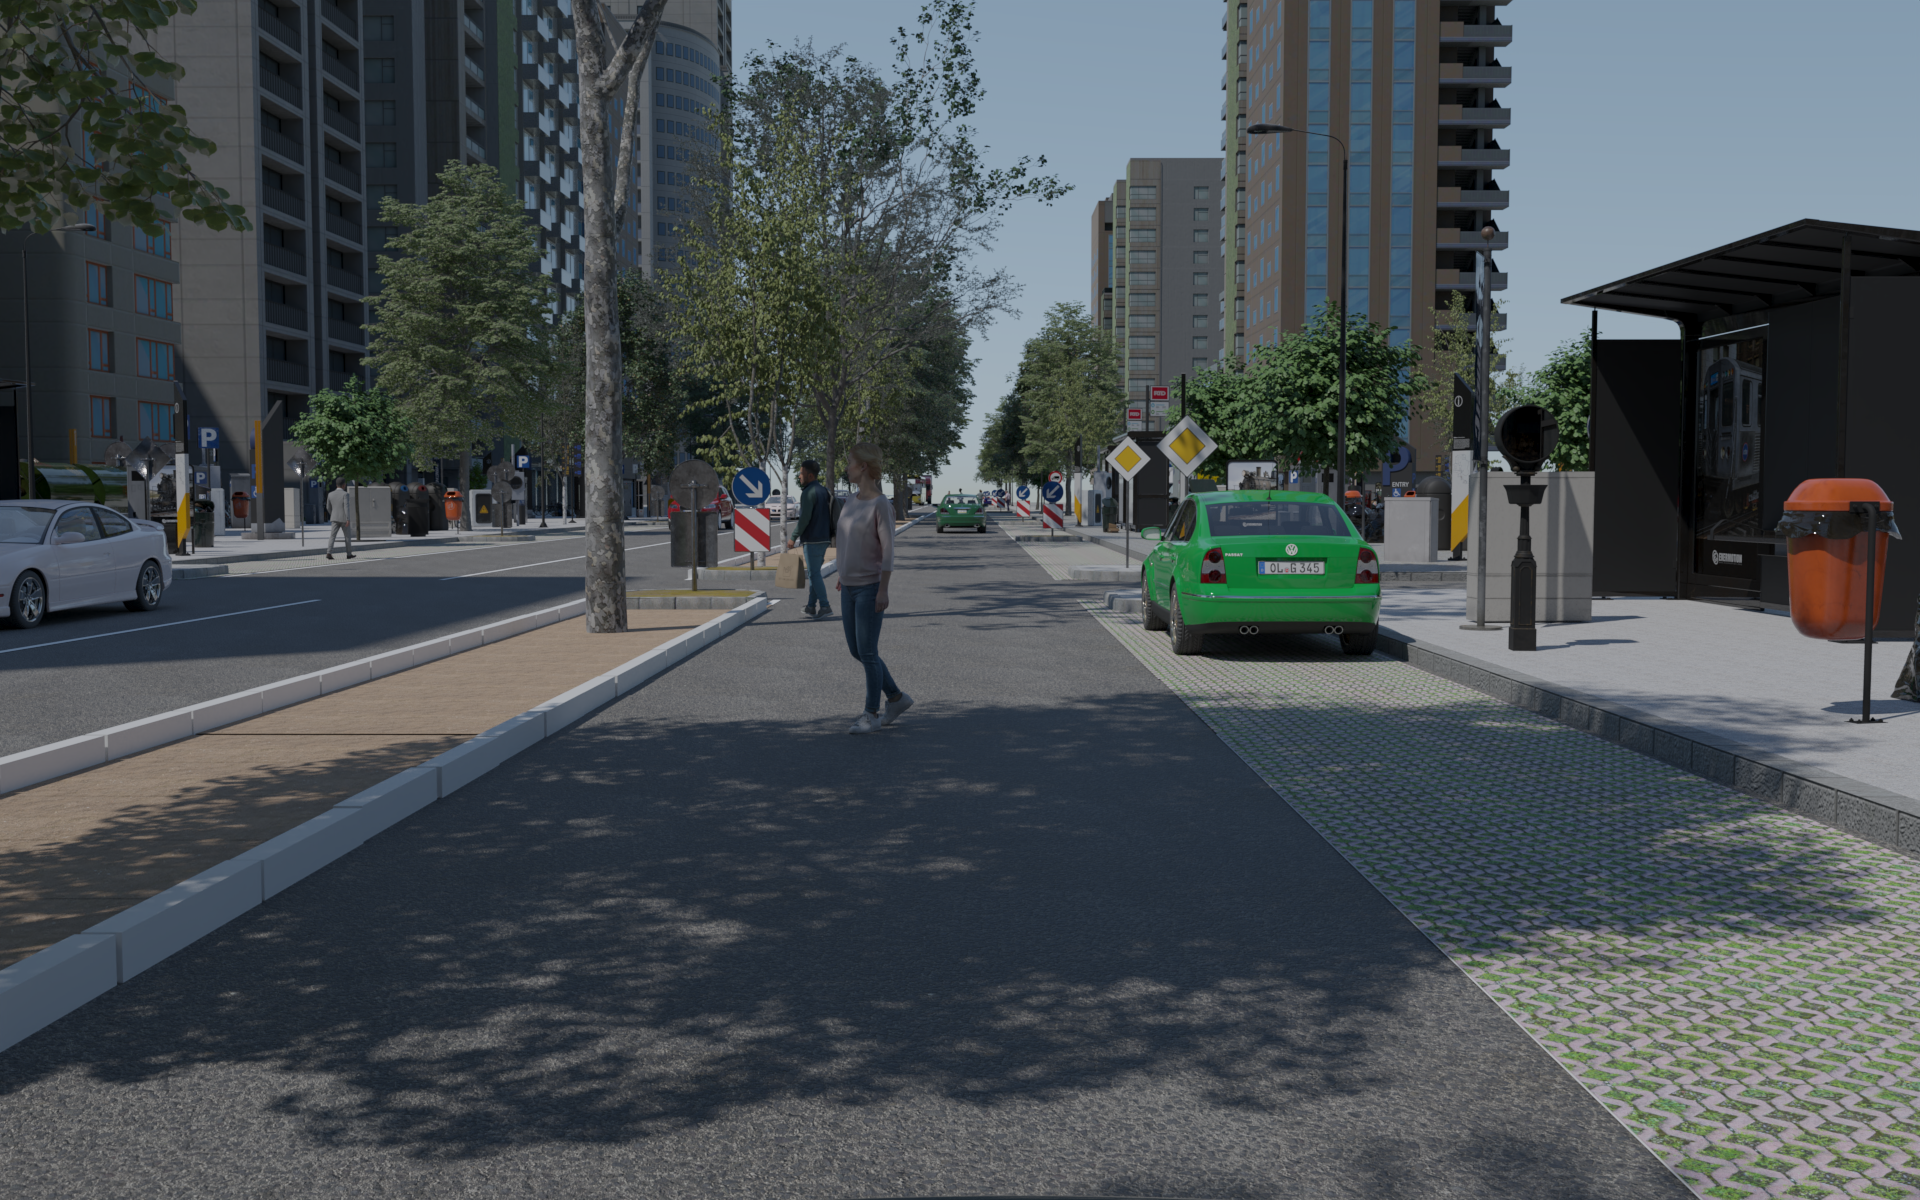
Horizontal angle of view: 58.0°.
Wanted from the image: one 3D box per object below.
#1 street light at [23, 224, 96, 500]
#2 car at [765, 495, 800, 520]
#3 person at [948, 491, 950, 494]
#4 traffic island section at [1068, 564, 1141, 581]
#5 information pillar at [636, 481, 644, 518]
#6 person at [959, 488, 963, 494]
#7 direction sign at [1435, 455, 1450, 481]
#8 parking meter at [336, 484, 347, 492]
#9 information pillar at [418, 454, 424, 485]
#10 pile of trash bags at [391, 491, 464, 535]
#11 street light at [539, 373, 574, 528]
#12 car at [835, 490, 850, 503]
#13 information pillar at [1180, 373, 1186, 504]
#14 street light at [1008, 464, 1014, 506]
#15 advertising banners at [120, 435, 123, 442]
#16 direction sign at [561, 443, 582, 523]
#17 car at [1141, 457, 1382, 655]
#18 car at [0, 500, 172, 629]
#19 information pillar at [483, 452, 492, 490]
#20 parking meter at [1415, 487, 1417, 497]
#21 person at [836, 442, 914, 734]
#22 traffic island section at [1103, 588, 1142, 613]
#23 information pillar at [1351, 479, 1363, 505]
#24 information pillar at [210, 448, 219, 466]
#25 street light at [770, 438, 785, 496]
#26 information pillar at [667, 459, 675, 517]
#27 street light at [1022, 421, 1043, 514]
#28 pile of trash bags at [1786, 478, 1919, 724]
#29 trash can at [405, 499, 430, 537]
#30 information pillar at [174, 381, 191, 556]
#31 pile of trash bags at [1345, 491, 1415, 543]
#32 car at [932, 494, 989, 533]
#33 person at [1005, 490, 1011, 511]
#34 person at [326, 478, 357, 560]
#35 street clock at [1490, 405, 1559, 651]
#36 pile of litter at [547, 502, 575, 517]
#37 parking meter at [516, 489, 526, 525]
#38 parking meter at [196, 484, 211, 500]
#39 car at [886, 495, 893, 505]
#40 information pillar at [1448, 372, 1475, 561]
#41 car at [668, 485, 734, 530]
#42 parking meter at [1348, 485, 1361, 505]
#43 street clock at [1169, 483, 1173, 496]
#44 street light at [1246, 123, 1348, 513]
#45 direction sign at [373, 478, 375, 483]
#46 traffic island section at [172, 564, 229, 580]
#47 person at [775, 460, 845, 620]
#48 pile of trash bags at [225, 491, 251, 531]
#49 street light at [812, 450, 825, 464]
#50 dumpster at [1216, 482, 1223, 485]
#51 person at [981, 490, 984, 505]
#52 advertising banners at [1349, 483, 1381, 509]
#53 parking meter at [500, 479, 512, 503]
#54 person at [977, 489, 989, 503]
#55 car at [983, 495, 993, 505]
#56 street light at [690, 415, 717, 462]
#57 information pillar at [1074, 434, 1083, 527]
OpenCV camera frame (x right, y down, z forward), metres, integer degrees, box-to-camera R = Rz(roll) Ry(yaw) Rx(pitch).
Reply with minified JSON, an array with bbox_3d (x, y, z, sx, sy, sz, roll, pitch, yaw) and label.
[{"bbox_3d":[-15.542,-3.509,29.921,1.470,5.913,1.316,0,4,0],"label":"street light"},{"bbox_3d":[-9.937,-5.133,96.294,2.083,1.381,4.827,0,4,0],"label":"car"},{"bbox_3d":[-1.233,-11.885,202.752,0.705,1.831,1.348,3,5,44],"label":"person"},{"bbox_3d":[2.918,-0.472,29.991,2.009,0.180,2.903,0,4,0],"label":"traffic island section"},{"bbox_3d":[-17.346,-5.465,93.836,0.304,2.012,0.304,-3,4,-36],"label":"information pillar"},{"bbox_3d":[0.020,-5.743,102.735,0.374,1.781,0.599,1,4,15],"label":"person"},{"bbox_3d":[27.955,-6.625,100.317,0.876,3.537,0.379,2,4,32],"label":"direction sign"},{"bbox_3d":[-25.511,-4.024,71.496,0.399,1.863,0.255,1,4,20],"label":"parking meter"},{"bbox_3d":[-28.366,-6.105,91.172,0.504,3.616,0.183,3,5,42],"label":"information pillar"},{"bbox_3d":[-17.407,-2.775,55.129,3.447,1.369,1.912,1,4,10],"label":"pile of trash bags"},{"bbox_3d":[-15.362,-5.713,65.950,1.470,5.913,1.316,0,4,0],"label":"street light"},{"bbox_3d":[-10.261,-8.495,147.565,2.281,1.827,5.304,0,4,-1],"label":"car"},{"bbox_3d":[4.363,-2.599,33.848,0.183,3.616,0.504,1,4,9],"label":"information pillar"},{"bbox_3d":[4.710,-10.603,145.894,1.470,5.913,1.316,0,4,0],"label":"street light"},{"bbox_3d":[-25.554,-3.451,52.613,0.090,3.025,2.074,-2,4,-33],"label":"advertising banners"},{"bbox_3d":[-17.152,-5.171,76.542,0.876,3.537,0.379,0,4,0],"label":"direction sign"},{"bbox_3d":[2.787,-0.484,16.713,1.959,1.807,4.718,0,4,0],"label":"car"},{"bbox_3d":[-10.808,-0.459,19.864,2.083,1.381,4.827,0,4,0],"label":"car"},{"bbox_3d":[-25.884,-6.334,94.922,0.504,3.616,0.183,-1,4,-20],"label":"information pillar"},{"bbox_3d":[12.870,-2.440,48.309,0.372,1.533,0.369,0,3,0],"label":"parking meter"},{"bbox_3d":[-0.528,-0.083,10.534,0.598,1.740,0.731,-3,5,-43],"label":"person"},{"bbox_3d":[2.889,0.017,22.006,2.009,0.180,2.903,0,4,0],"label":"traffic island section"},{"bbox_3d":[13.313,-3.276,58.058,0.304,2.012,0.304,-1,4,-13],"label":"information pillar"},{"bbox_3d":[-32.430,-5.130,75.224,0.183,3.616,0.504,3,5,40],"label":"information pillar"},{"bbox_3d":[-15.101,-10.411,142.755,1.470,5.913,1.316,0,4,0],"label":"street light"},{"bbox_3d":[-16.061,-6.417,96.265,0.504,3.616,0.183,2,4,35],"label":"information pillar"},{"bbox_3d":[4.640,-8.386,109.644,1.470,5.913,1.316,0,4,0],"label":"street light"},{"bbox_3d":[6.395,-0.031,10.260,3.447,1.369,1.912,-1,4,-14],"label":"pile of trash bags"},{"bbox_3d":[-16.287,-2.469,52.027,0.748,1.137,0.748,0,3,0],"label":"trash can"},{"bbox_3d":[-16.081,-2.719,35.803,0.183,3.616,0.504,-3,5,-45],"label":"information pillar"},{"bbox_3d":[11.143,-2.270,46.863,1.912,1.369,3.447,-1,4,-10],"label":"pile of trash bags"},{"bbox_3d":[0.026,-3.229,64.595,2.131,1.459,4.920,0,4,-1],"label":"car"},{"bbox_3d":[3.597,-7.498,132.035,0.436,1.711,0.756,3,5,44],"label":"person"},{"bbox_3d":[-13.538,-1.774,37.785,0.678,1.792,0.850,1,4,15],"label":"person"},{"bbox_3d":[4.619,-0.587,14.171,0.471,2.002,0.358,0,4,6],"label":"street clock"},{"bbox_3d":[-22.785,-5.188,98.783,1.719,0.858,1.176,1,4,10],"label":"pile of litter"},{"bbox_3d":[-18.327,-3.905,72.265,0.372,1.533,0.369,0,3,0],"label":"parking meter"},{"bbox_3d":[-19.594,-2.232,44.907,0.372,1.533,0.369,0,3,0],"label":"parking meter"},{"bbox_3d":[-6.861,-9.389,166.087,1.945,1.354,3.894,0,3,0],"label":"car"},{"bbox_3d":[9.622,-2.558,33.185,0.183,3.616,0.504,-2,4,-28],"label":"information pillar"},{"bbox_3d":[-10.422,-3.748,69.950,2.281,1.827,5.304,0,4,1],"label":"car"},{"bbox_3d":[11.348,-2.536,49.877,0.372,1.533,0.369,0,3,0],"label":"parking meter"},{"bbox_3d":[8.614,-4.130,72.096,0.471,2.002,0.358,-1,4,-20],"label":"street clock"},{"bbox_3d":[4.291,-3.017,21.873,1.470,5.913,1.316,0,4,0],"label":"street light"},{"bbox_3d":[-26.258,-5.237,77.616,0.379,3.537,0.876,0,4,-3],"label":"direction sign"},{"bbox_3d":[-14.073,-0.476,30.057,2.009,0.180,2.903,0,4,0],"label":"traffic island section"},{"bbox_3d":[-1.709,-0.691,19.787,0.713,1.824,0.794,3,5,42],"label":"person"},{"bbox_3d":[-28.236,-3.468,66.453,3.447,1.369,1.912,-1,4,-9],"label":"pile of trash bags"},{"bbox_3d":[-14.928,-12.604,178.619,1.470,5.913,1.316,0,4,0],"label":"street light"},{"bbox_3d":[7.733,-2.724,47.038,1.502,2.255,1.985,0,4,0],"label":"dumpster"},{"bbox_3d":[2.176,-10.374,178.104,0.705,1.826,1.348,-2,4,-24],"label":"person"},{"bbox_3d":[17.034,-4.664,72.444,2.074,3.025,0.090,-2,4,-23],"label":"advertising banners"},{"bbox_3d":[-17.050,-3.631,65.070,0.399,1.863,0.255,-1,4,-22],"label":"parking meter"},{"bbox_3d":[1.633,-8.023,139.765,1.350,1.814,0.705,0,4,-1],"label":"person"},{"bbox_3d":[3.436,-10.915,191.034,1.945,1.354,3.894,0,4,1],"label":"car"},{"bbox_3d":[-15.243,-7.888,101.505,1.470,5.913,1.316,0,4,0],"label":"street light"},{"bbox_3d":[4.654,-4.694,68.094,0.183,3.616,0.504,-2,4,-25],"label":"information pillar"}]
